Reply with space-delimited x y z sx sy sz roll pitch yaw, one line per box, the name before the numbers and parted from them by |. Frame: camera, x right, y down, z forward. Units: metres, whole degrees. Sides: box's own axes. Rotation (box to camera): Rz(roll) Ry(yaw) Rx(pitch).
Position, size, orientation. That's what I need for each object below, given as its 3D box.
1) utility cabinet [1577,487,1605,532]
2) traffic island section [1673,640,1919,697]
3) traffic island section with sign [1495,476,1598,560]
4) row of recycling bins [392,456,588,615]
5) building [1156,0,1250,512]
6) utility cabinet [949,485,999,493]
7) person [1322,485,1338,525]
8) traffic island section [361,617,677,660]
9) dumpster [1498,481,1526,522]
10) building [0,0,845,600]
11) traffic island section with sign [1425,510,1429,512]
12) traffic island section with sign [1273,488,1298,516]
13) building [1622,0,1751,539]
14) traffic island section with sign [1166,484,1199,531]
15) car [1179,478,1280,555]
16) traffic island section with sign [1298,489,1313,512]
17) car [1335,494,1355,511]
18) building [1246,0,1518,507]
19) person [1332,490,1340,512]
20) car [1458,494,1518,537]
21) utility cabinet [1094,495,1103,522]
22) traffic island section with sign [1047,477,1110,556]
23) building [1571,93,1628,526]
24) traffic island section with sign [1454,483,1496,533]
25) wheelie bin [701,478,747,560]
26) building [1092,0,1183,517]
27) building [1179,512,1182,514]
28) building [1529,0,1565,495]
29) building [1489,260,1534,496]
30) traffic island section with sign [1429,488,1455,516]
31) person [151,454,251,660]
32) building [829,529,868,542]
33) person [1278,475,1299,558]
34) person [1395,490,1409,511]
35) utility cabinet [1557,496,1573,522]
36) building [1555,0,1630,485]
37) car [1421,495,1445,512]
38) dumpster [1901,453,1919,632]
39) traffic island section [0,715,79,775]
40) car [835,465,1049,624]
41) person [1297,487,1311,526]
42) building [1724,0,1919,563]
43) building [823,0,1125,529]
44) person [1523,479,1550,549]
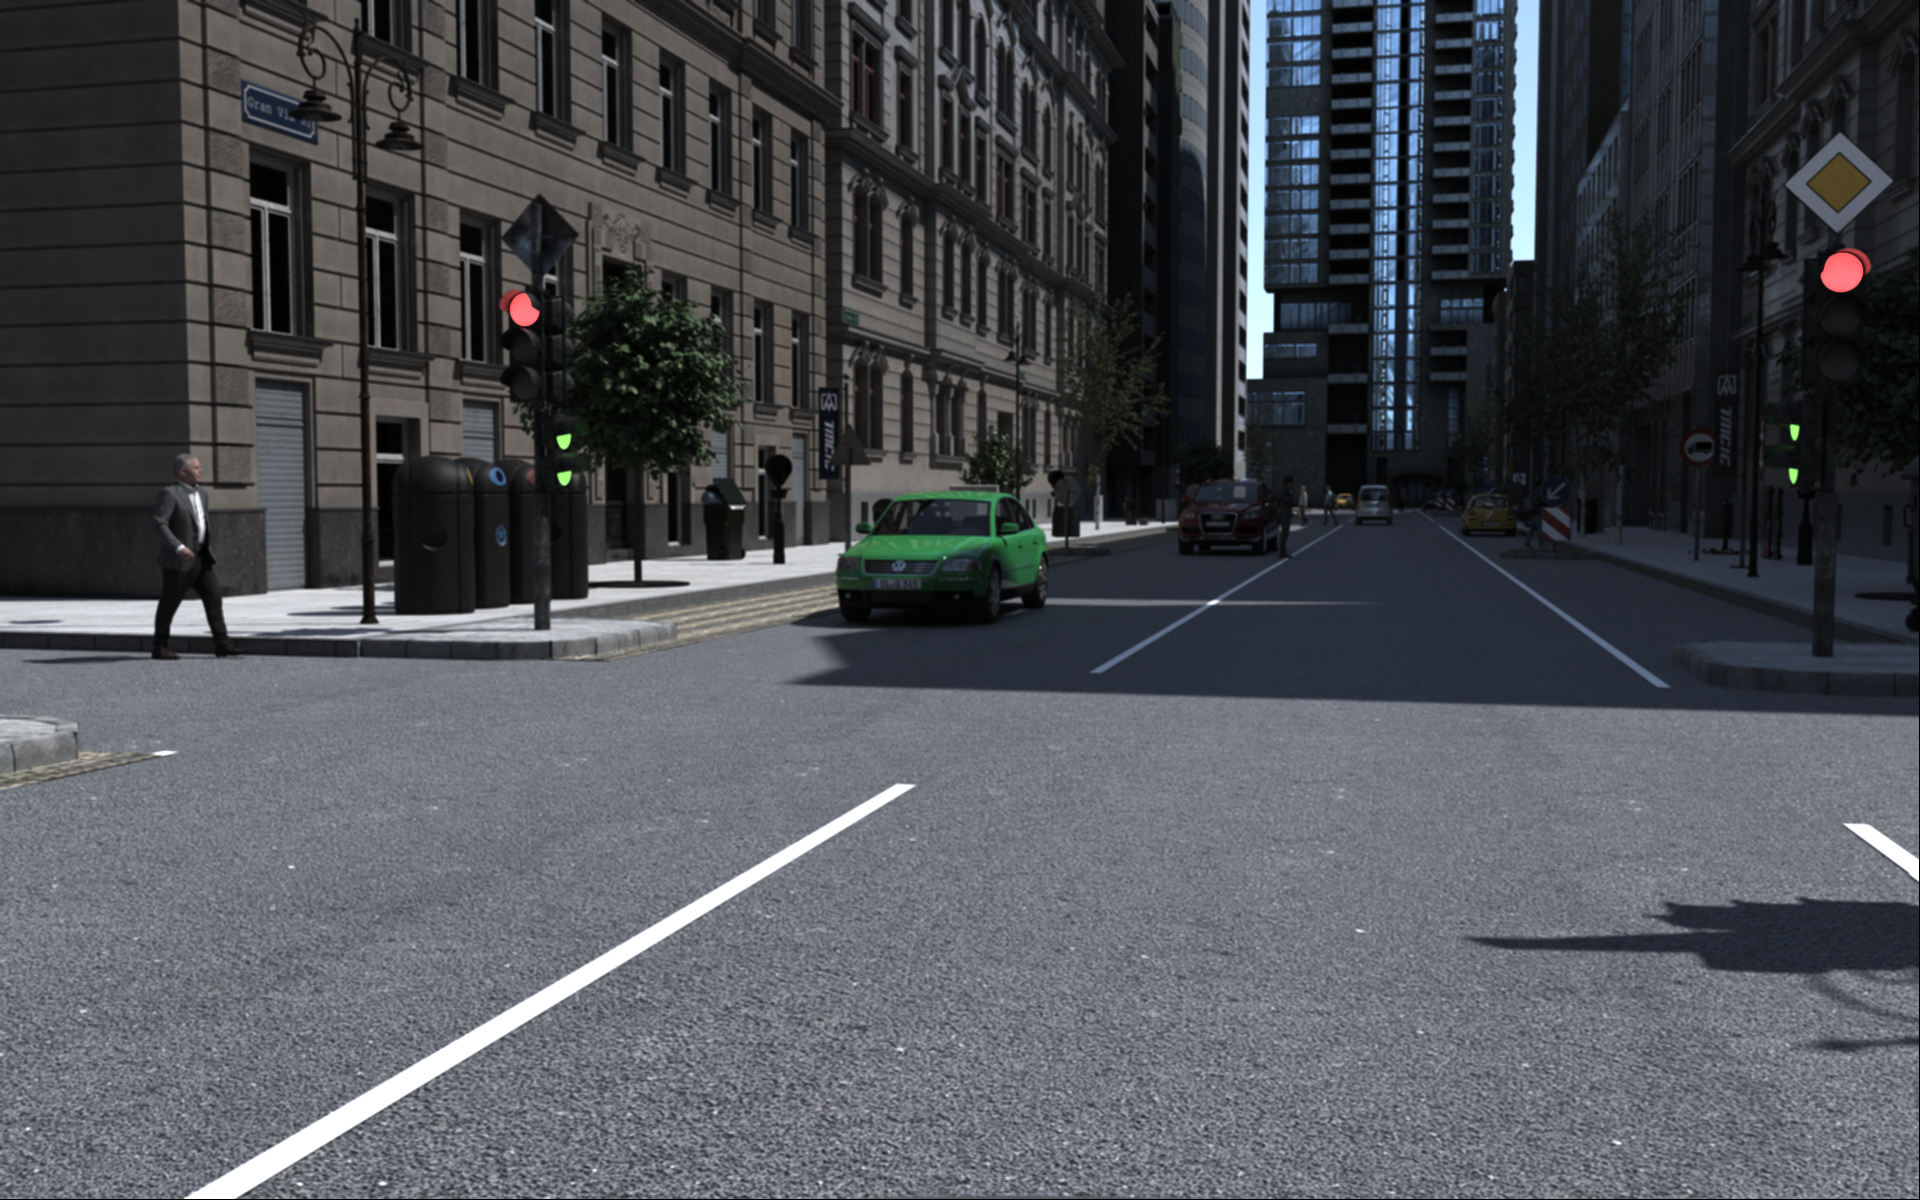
utility cabinet | 20.924 -2.984 57.462 1.173 1.500 0.318 -3 5 -40
traffic island section | 6.837 0.526 13.685 2.009 0.180 2.903 1 4 14
traffic island section with sign | 13.154 -1.844 38.771 1.989 1.847 2.006 1 4 14
row of recycling bins | -5.388 -0.788 19.994 1.069 1.692 3.534 1 4 14
building | 11.087 -37.407 153.596 28.212 58.520 21.231 1 4 14
utility cabinet | 0.345 -2.042 42.067 1.173 1.500 0.318 1 4 12
person | 16.903 -4.333 79.204 0.748 1.841 0.638 3 5 40
traffic island section | -3.968 0.360 16.396 2.009 0.180 2.903 1 4 14
dumpster | 25.616 -4.564 80.388 1.264 1.857 1.865 1 4 14
building | -11.764 -14.431 33.203 12.463 27.353 25.104 1 4 14
traffic island section with sign | 38.416 -7.987 139.221 1.989 1.847 2.006 1 4 14
traffic island section with sign | 21.245 -6.525 115.310 1.989 1.847 2.006 1 4 14
building | 29.700 -14.637 57.344 12.078 24.808 19.932 1 4 14
traffic island section with sign | 9.048 -3.557 66.781 1.989 1.847 2.006 1 4 14
car | 6.645 -2.063 42.405 2.281 1.827 5.304 1 4 16
traffic island section with sign | 27.813 -8.124 141.456 1.989 1.847 2.006 1 4 14
car | 33.470 -8.579 150.484 2.015 1.641 3.980 1 4 13
building | 44.132 -53.089 180.674 31.000 86.520 22.319 1 4 14
person | 30.395 -8.049 140.822 0.721 1.735 1.217 -3 4 -38
car | 18.266 -3.035 59.847 2.015 1.641 3.980 1 4 14
utility cabinet | 6.282 -4.129 78.674 0.306 1.237 1.020 1 4 12
traffic island section with sign | 2.477 -1.958 40.636 1.989 1.847 2.006 1 4 14
building | 33.297 -13.530 75.971 10.420 20.320 16.860 1 4 14
traffic island section with sign | 19.888 -3.481 65.537 1.989 1.847 2.006 1 4 14
wheelie bin | -4.628 -1.582 33.771 0.693 1.594 0.980 2 4 28
building | 4.747 -20.003 98.745 14.160 30.474 14.107 1 4 14
building | 6.327 -35.319 119.464 21.231 58.520 28.212 1 4 14
building | 47.781 -34.743 110.043 21.231 58.520 28.212 1 4 14
building | 57.836 -17.981 139.026 27.650 21.520 28.899 1 4 14
traffic island section with sign | 31.692 -6.352 112.490 1.989 1.847 2.006 1 4 14
person | -6.624 -0.374 15.010 0.834 1.777 0.661 0 4 6
building | -6.351 -16.518 57.457 14.401 28.519 23.554 1 4 14
person | 7.341 -1.860 38.714 0.447 1.846 0.655 1 4 12
person | 36.649 -8.266 143.794 1.348 1.807 0.705 -1 4 -16
utility cabinet | 28.210 -4.262 80.848 0.306 1.237 1.020 -1 4 -10
building | 39.440 -26.939 90.568 14.600 45.320 14.200 1 4 14
car | 38.987 -7.957 142.669 1.945 1.354 3.894 1 4 13
dumpster | 9.228 -0.582 15.282 1.264 1.857 1.865 1 4 14
traffic island section | -5.915 0.834 8.651 2.009 0.180 2.903 1 4 14
car | -0.121 -0.729 20.708 1.959 1.807 4.718 1 4 14
person | 15.272 -4.156 76.944 0.515 1.767 0.782 0 4 -2
building | 25.157 -15.199 35.889 14.401 28.519 23.554 1 4 14
building | -0.972 -17.934 80.610 14.401 28.519 23.554 1 4 14
person | 15.014 -2.234 45.017 0.713 1.824 0.794 2 4 30
